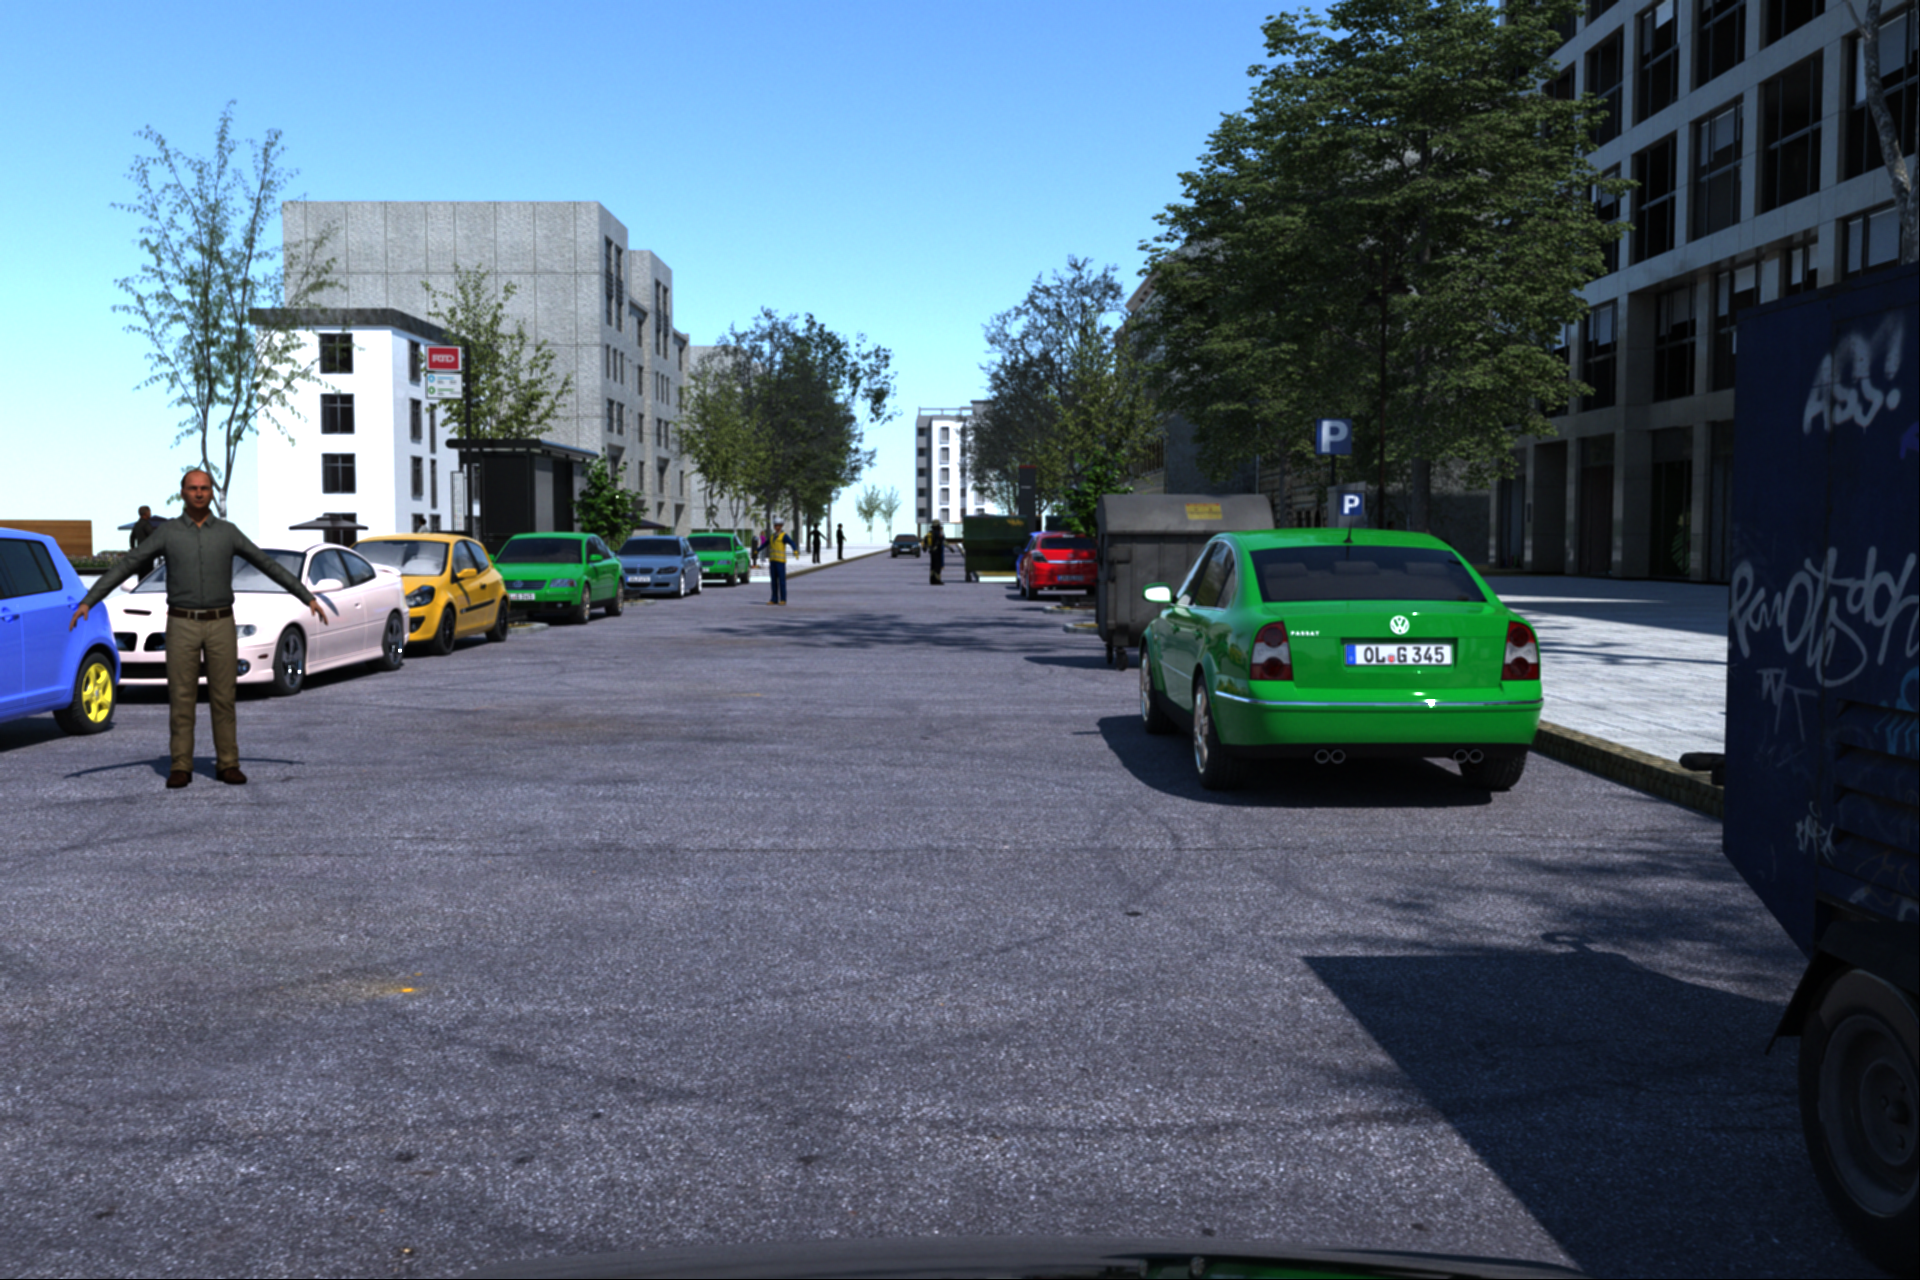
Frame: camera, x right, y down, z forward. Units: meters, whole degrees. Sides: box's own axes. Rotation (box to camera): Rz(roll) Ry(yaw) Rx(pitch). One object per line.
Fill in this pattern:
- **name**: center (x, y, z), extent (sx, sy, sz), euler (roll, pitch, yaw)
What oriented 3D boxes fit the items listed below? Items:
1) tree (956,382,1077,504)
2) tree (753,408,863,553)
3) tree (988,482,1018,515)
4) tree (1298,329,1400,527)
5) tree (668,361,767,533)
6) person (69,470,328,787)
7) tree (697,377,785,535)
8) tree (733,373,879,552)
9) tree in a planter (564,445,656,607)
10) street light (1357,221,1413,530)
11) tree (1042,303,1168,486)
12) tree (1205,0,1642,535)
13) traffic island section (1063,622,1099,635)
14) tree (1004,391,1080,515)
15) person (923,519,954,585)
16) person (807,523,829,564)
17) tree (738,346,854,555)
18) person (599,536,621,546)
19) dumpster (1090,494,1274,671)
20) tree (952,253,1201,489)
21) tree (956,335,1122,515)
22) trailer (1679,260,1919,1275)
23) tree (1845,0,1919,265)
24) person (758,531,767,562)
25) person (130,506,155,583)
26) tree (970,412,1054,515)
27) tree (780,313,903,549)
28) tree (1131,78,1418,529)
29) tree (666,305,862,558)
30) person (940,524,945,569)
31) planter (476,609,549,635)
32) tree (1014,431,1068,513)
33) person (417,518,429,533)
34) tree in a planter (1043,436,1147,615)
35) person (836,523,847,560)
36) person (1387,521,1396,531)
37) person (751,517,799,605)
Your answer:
- **tree**: center (4.667, -13.673, 133.918), extent (12.009, 13.543, 11.850), euler (0, 3, 0)
- **tree**: center (-10.142, -11.010, 114.432), extent (8.767, 10.594, 7.601), euler (1, 4, 15)
- **tree**: center (4.462, -12.569, 155.860), extent (4.360, 8.622, 3.978), euler (0, 3, 0)
- **tree**: center (13.479, -6.806, 61.634), extent (4.360, 8.622, 3.978), euler (0, 3, 0)
- **tree**: center (-10.551, -7.605, 74.696), extent (4.737, 8.622, 4.395), euler (0, 3, 0)
- **person**: center (-4.337, -0.072, 9.902), extent (1.348, 1.796, 0.705), euler (-2, 4, -28)
- **tree**: center (-10.452, -7.994, 81.068), extent (4.737, 8.622, 4.395), euler (0, 3, 0)
- **tree**: center (-10.999, -13.156, 125.477), extent (12.009, 13.543, 11.850), euler (0, 3, 0)
- **tree in a planter**: center (-7.221, -2.305, 34.910), extent (1.991, 3.239, 1.994), euler (0, 3, 0)
- **street light**: center (6.345, -3.256, 26.021), extent (0.468, 5.910, 1.993), euler (0, 4, -1)
- **tree**: center (4.672, -6.392, 54.873), extent (4.737, 8.622, 4.395), euler (0, 3, 0)
- **tree**: center (8.421, -6.954, 31.824), extent (7.486, 12.596, 7.792), euler (0, 3, 0)
- **traffic island section**: center (2.545, -0.166, 25.575), extent (1.991, 0.108, 1.994), euler (0, 4, -1)
- **tree**: center (4.540, -8.305, 86.155), extent (4.737, 8.622, 4.395), euler (0, 3, 0)
- **person**: center (-0.657, -2.483, 48.841), extent (0.705, 1.856, 1.354), euler (-3, 4, -38)
- **person**: center (-6.171, -4.178, 75.029), extent (1.216, 1.740, 0.721), euler (3, 4, 38)
- **tree**: center (-10.081, -11.415, 104.760), extent (7.486, 12.596, 7.792), euler (0, 3, 0)
- **person**: center (-11.214, -2.961, 54.537), extent (0.705, 1.813, 1.348), euler (2, 4, 29)
- **dumpster**: center (2.379, -0.637, 18.632), extent (1.865, 1.857, 1.264), euler (0, 4, -2)
- **tree**: center (5.279, -10.079, 75.155), extent (12.009, 13.543, 11.850), euler (0, 3, 0)
- **tree**: center (5.009, -11.971, 106.093), extent (12.009, 13.543, 11.850), euler (0, 3, 0)
- **trailer**: center (2.474, 0.201, 3.756), extent (1.471, 1.999, 3.904), euler (0, 4, -1)
- **tree**: center (10.014, -9.718, 14.784), extent (12.611, 20.169, 13.585), euler (0, 3, 0)
- **person**: center (-9.036, -4.322, 79.926), extent (0.599, 1.433, 0.991), euler (2, 4, 31)
- **person**: center (-15.100, -1.590, 32.172), extent (1.348, 1.807, 0.705), euler (3, 4, 37)
- **tree**: center (4.484, -13.481, 146.172), extent (9.928, 11.665, 9.643), euler (0, 3, 0)
- **tree**: center (-10.948, -17.811, 147.092), extent (12.611, 20.169, 13.585), euler (0, 3, 0)
- **tree**: center (7.930, -7.706, 44.128), extent (7.486, 12.596, 7.792), euler (0, 3, 0)
- **tree**: center (-10.153, -11.115, 92.106), extent (12.009, 13.543, 11.850), euler (0, 3, 0)
- **person**: center (-0.806, -3.816, 70.708), extent (0.705, 1.847, 1.347), euler (1, 4, 15)
- **planter**: center (-7.168, -0.267, 25.511), extent (1.991, 0.319, 1.994), euler (0, 4, 0)
- **tree**: center (5.115, -10.071, 115.022), extent (4.737, 8.622, 4.395), euler (0, 3, 0)
- **person**: center (-17.954, -3.158, 57.818), extent (0.705, 1.806, 1.347), euler (1, 4, 11)
- **tree in a planter**: center (2.533, -2.105, 31.646), extent (1.991, 3.239, 1.994), euler (0, 4, -1)
- **person**: center (-5.924, -4.883, 86.021), extent (0.705, 1.806, 1.347), euler (-1, 4, -21)
- **person**: center (18.065, -4.058, 72.492), extent (1.345, 1.843, 0.704), euler (-2, 4, -25)
- **person**: center (-3.731, -1.597, 35.026), extent (1.216, 1.772, 0.721), euler (2, 4, 34)
